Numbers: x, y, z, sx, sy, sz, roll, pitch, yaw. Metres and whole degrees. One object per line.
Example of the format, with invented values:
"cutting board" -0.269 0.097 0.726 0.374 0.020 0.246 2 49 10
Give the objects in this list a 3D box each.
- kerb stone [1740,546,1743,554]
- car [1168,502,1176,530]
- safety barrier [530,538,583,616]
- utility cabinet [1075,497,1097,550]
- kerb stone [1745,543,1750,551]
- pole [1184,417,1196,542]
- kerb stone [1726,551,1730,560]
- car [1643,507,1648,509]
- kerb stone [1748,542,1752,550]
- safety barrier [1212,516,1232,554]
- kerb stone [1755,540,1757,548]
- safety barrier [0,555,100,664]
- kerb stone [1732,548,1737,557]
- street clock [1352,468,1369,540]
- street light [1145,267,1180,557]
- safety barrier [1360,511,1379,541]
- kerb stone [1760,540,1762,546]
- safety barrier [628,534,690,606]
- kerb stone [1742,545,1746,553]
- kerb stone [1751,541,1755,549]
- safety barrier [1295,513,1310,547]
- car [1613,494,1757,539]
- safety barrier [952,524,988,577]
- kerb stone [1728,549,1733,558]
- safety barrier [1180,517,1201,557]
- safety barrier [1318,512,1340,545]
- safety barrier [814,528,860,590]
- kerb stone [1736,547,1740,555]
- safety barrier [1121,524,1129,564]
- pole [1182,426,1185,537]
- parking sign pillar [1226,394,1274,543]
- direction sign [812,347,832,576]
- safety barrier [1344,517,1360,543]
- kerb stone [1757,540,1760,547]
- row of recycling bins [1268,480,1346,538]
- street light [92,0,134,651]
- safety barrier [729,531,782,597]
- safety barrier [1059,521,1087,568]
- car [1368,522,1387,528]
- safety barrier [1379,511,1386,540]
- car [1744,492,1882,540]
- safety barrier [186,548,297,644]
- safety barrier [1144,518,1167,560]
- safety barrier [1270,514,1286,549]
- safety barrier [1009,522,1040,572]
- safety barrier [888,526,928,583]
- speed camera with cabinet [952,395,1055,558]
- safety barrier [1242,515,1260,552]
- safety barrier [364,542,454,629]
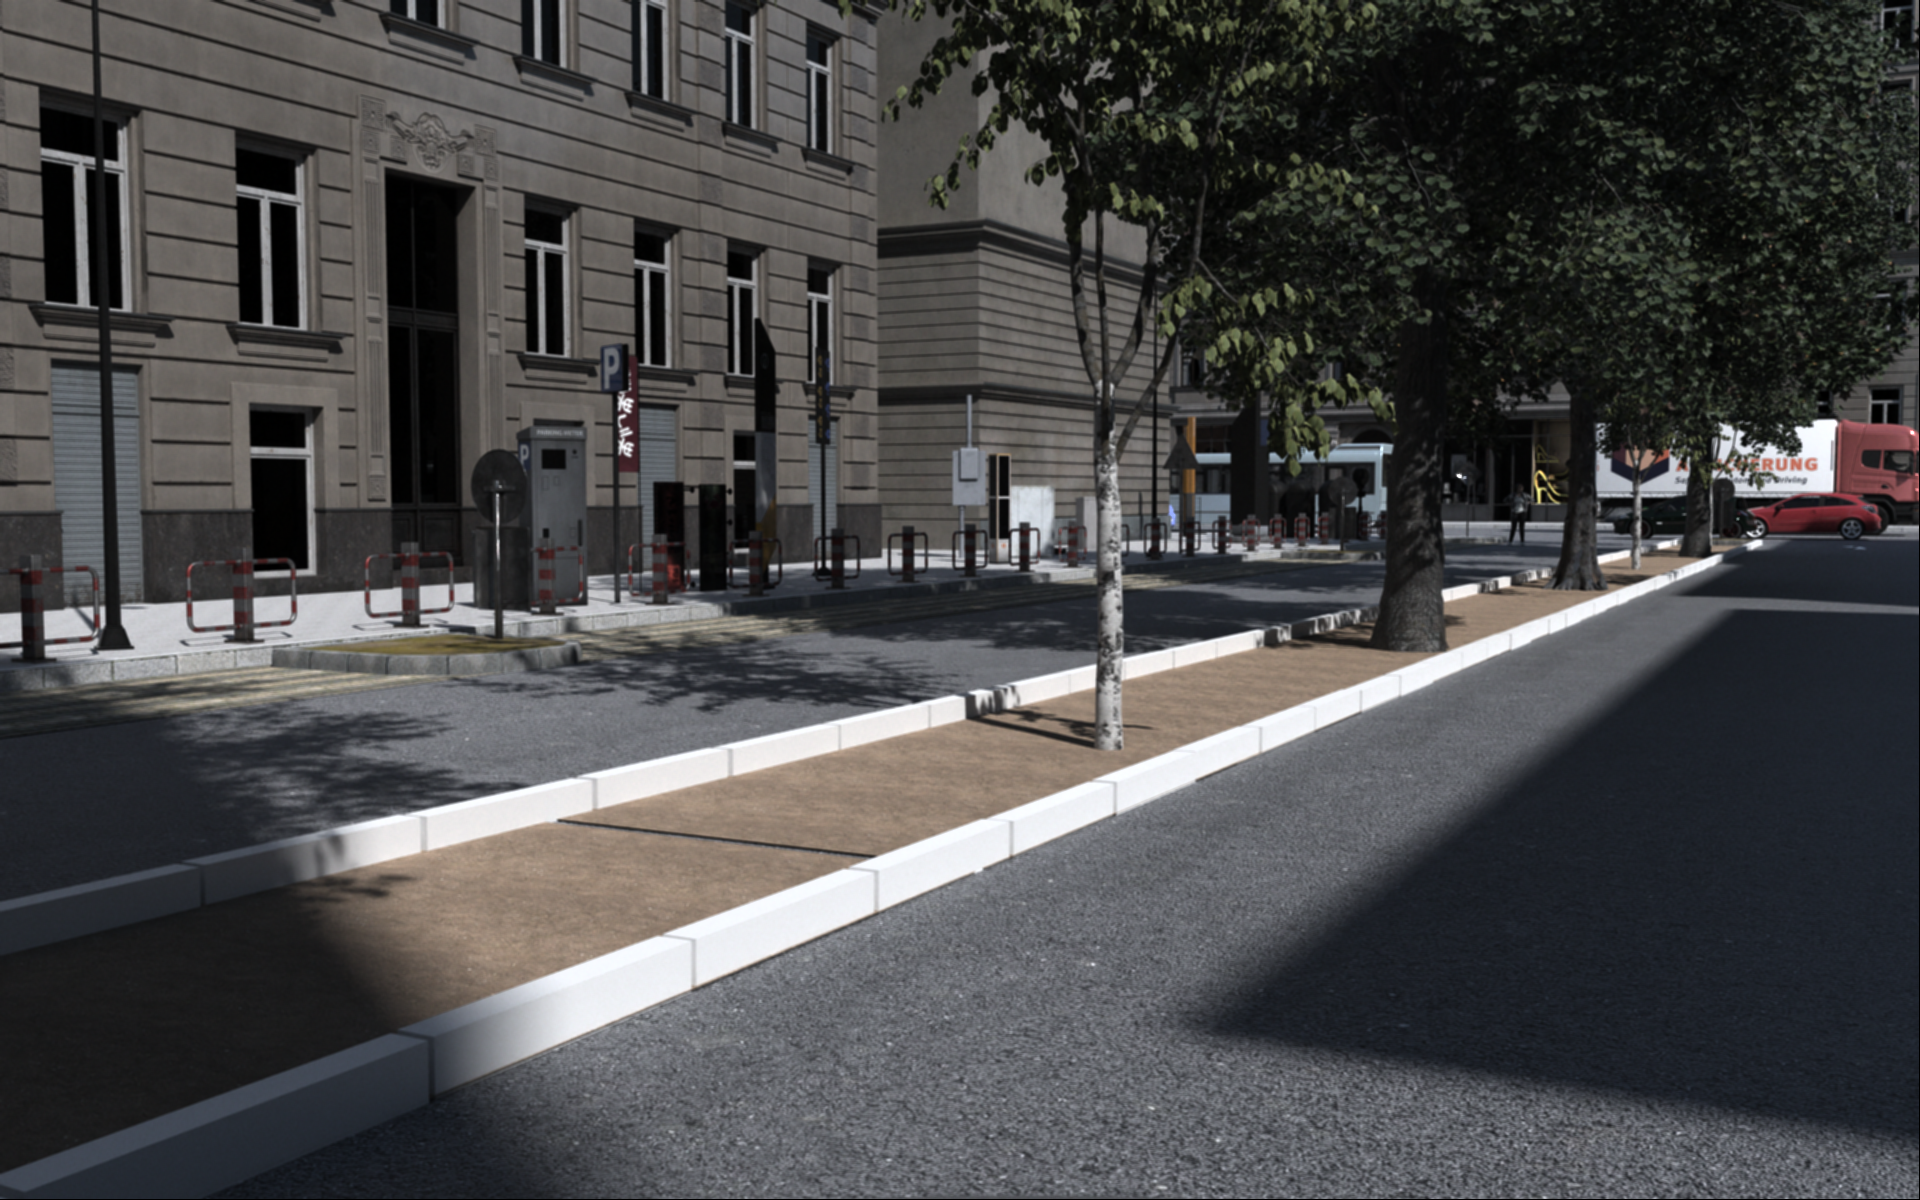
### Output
"kerb stone" 18.330 -1.143 40.887 0.120 0.150 1.000 2 4 28
"car" 5.873 -3.226 62.334 3.694 1.707 1.945 2 4 30
"safety barrier" -4.365 -0.247 18.311 0.300 0.817 1.120 2 4 28
"utility cabinet" 3.137 -1.769 40.080 1.020 1.237 0.306 -3 4 -38
"kerb stone" 19.298 -1.249 42.694 0.120 0.150 1.000 2 4 28
"pole" 6.116 -3.178 45.802 0.158 3.312 0.155 0 3 0
"kerb stone" 16.399 -0.921 37.253 0.120 0.150 1.000 2 4 28
"car" 28.832 -3.559 66.979 4.718 1.807 1.959 2 4 30
"kerb stone" 19.775 -1.305 43.602 0.120 0.150 1.000 2 4 28
"safety barrier" 5.594 -1.388 36.961 0.300 0.817 1.120 2 4 28
"kerb stone" 20.744 -1.420 45.414 0.120 0.150 1.000 2 4 28
"safety barrier" -7.081 0.065 13.218 0.300 0.817 1.120 2 4 28
"kerb stone" 17.362 -1.029 39.063 0.120 0.150 1.000 2 4 28
"street clock" 11.252 -2.698 48.678 0.471 2.002 0.358 -3 5 -42
"street light" 4.417 -3.805 34.761 1.470 5.913 1.316 2 4 28
"safety barrier" 11.027 -2.010 47.135 0.300 0.817 1.120 2 4 28
"kerb stone" 21.722 -1.532 47.240 0.120 0.150 1.000 2 4 28
"safety barrier" -3.465 -0.350 20.004 0.300 0.817 1.120 2 4 28
"kerb stone" 18.813 -1.199 41.791 0.120 0.150 1.000 2 4 28
"kerb stone" 20.273 -1.364 44.504 0.120 0.150 1.000 2 4 28
"safety barrier" 8.307 -1.699 42.049 0.300 0.817 1.120 2 4 28
"car" 22.903 -2.750 54.756 4.222 1.686 2.009 2 4 27
"safety barrier" 0.159 -0.765 26.779 0.300 0.817 1.120 2 4 28
"kerb stone" 16.873 -0.977 38.162 0.120 0.150 1.000 2 4 28
"safety barrier" 4.689 -1.284 35.270 0.300 0.817 1.120 2 4 28
"safety barrier" 9.219 -1.803 43.753 0.300 0.817 1.120 2 4 28
"safety barrier" -1.651 -0.557 23.387 0.300 0.817 1.120 2 4 28
"kerb stone" 17.846 -1.088 39.982 0.120 0.150 1.000 2 4 28
"safety barrier" 2.884 -1.077 31.887 0.300 0.817 1.120 2 4 28
"pole" 6.780 -3.548 51.854 0.158 3.312 0.155 0 3 0
"parking sign pillar" 7.626 -3.495 45.614 1.447 3.967 1.447 -1 4 -21
"direction sign" -2.145 -2.150 27.150 0.379 3.537 0.876 1 4 8
"safety barrier" 10.120 -1.906 45.445 0.300 0.817 1.120 2 4 28
"kerb stone" 21.233 -1.475 46.322 0.120 0.150 1.000 2 4 28
"row of recycling bins" 9.741 -2.697 51.202 3.534 1.692 1.069 3 4 38
"street light" -6.545 -2.532 13.932 1.470 5.913 1.316 2 4 28
"safety barrier" -2.555 -0.454 21.694 0.300 0.817 1.120 2 4 28
"safety barrier" 1.966 -0.972 30.168 0.300 0.817 1.120 2 4 28
"car" 16.422 -4.034 74.636 5.304 1.827 2.281 2 4 28
"safety barrier" 11.932 -2.113 48.830 0.300 0.817 1.120 2 4 28
"car" 26.865 -2.826 55.249 4.494 1.783 2.155 2 4 29
"safety barrier" -6.175 -0.039 14.918 0.300 0.817 1.120 2 4 28
"safety barrier" 3.791 -1.181 33.576 0.300 0.817 1.120 2 4 28
"safety barrier" 7.408 -1.595 40.354 0.300 0.817 1.120 2 4 28
"safety barrier" 1.062 -0.868 28.471 0.300 0.817 1.120 2 4 28
"safety barrier" -0.749 -0.661 25.079 0.300 0.817 1.120 2 4 28
"speed camera with cabinet" 0.866 -2.476 34.815 2.038 3.252 0.660 0 4 -1
"safety barrier" 6.502 -1.492 38.664 0.300 0.817 1.120 2 4 28
"safety barrier" -5.272 -0.143 16.618 0.300 0.817 1.120 2 4 28
